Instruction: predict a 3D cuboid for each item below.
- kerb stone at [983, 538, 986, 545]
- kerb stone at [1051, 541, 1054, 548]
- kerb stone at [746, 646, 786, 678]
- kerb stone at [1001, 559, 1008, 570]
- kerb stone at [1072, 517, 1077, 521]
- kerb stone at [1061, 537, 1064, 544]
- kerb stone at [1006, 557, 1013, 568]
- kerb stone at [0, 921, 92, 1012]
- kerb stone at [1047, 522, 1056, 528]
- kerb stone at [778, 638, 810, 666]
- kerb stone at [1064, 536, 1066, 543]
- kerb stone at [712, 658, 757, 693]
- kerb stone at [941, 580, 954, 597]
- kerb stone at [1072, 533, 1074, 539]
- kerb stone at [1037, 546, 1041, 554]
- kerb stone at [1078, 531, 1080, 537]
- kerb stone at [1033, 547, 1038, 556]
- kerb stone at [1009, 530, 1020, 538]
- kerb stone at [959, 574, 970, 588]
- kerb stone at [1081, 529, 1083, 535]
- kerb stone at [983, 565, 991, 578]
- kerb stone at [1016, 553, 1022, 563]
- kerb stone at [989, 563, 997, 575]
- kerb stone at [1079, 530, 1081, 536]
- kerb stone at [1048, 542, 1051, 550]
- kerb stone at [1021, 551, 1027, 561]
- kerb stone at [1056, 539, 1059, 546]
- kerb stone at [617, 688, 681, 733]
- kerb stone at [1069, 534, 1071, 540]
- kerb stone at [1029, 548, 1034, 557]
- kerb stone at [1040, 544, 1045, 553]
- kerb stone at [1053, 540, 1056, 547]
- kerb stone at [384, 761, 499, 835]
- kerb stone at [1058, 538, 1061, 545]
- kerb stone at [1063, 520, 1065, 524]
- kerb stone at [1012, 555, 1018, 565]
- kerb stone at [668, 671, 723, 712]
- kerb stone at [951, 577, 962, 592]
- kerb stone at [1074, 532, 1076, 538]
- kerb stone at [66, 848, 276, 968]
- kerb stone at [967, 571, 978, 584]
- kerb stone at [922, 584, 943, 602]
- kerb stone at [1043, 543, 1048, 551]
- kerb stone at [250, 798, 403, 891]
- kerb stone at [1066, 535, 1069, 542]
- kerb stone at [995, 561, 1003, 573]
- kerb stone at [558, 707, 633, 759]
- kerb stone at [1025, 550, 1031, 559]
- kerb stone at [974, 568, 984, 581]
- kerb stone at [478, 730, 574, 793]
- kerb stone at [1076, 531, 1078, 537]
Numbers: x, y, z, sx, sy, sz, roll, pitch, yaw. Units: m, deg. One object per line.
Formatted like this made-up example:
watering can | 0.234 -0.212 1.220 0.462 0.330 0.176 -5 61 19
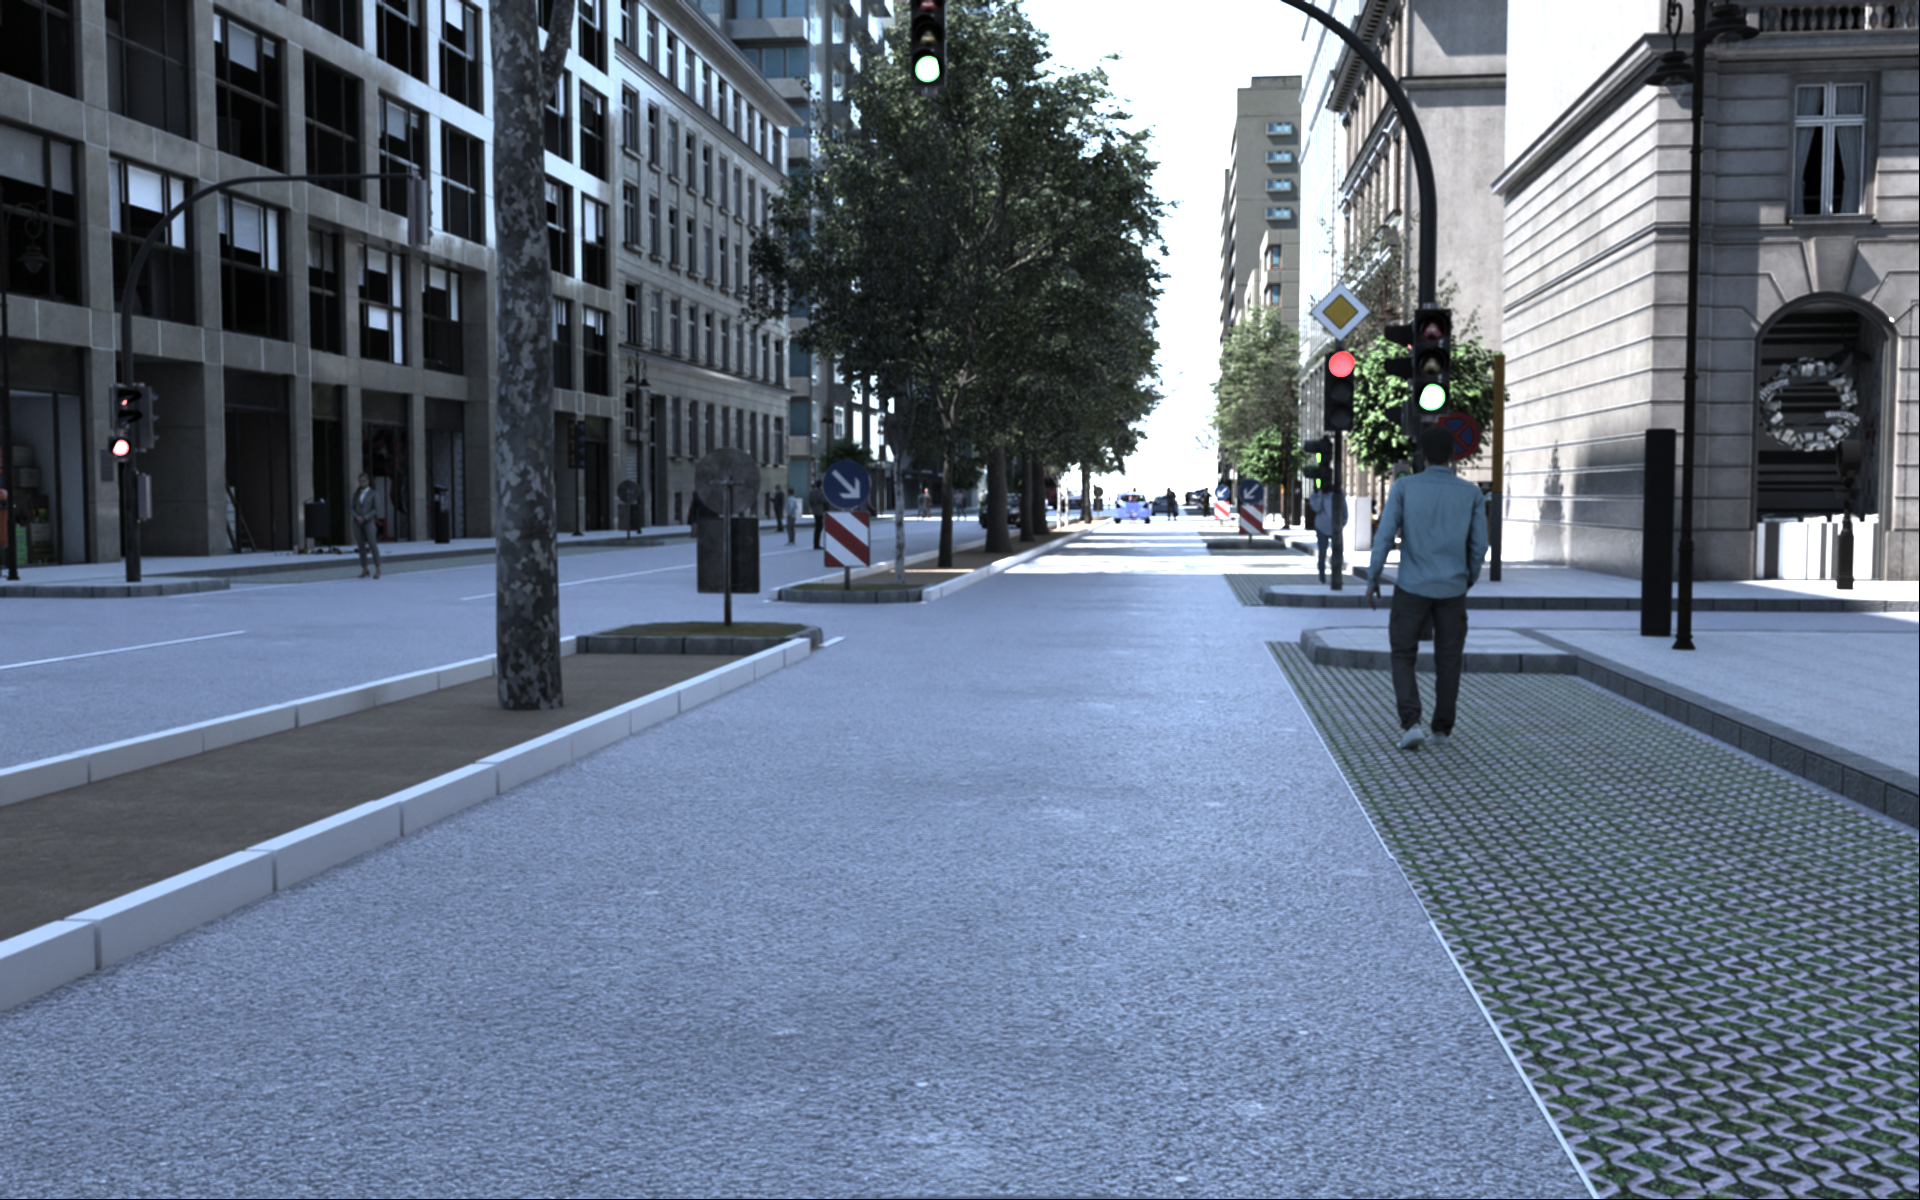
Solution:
kerb stone | 0.567 -1.593 48.242 0.120 0.150 1.000 0 4 7
kerb stone | 2.276 -1.390 44.922 0.120 0.150 1.000 0 4 7
kerb stone | -1.583 0.508 13.885 0.120 0.150 1.000 0 4 7
kerb stone | 0.748 -0.642 32.685 0.120 0.150 1.000 0 4 7
kerb stone | 5.989 -4.269 91.992 0.120 0.150 1.000 0 4 7
kerb stone | 2.782 -1.639 48.986 0.120 0.150 1.000 0 4 7
kerb stone | 0.876 -0.704 33.707 0.120 0.150 1.000 0 4 7
kerb stone | -2.722 1.071 4.718 0.120 0.150 1.000 0 4 7
kerb stone | 3.975 -3.272 75.718 0.120 0.150 1.000 0 4 7
kerb stone | -1.451 0.446 14.902 0.120 0.150 1.000 0 4 7
kerb stone | 2.904 -1.701 50.003 0.120 0.150 1.000 0 4 7
kerb stone | -1.708 0.571 12.861 0.120 0.150 1.000 0 4 7
kerb stone | -0.248 -0.144 24.554 0.120 0.150 1.000 0 4 7
kerb stone | 3.407 -1.950 54.077 0.120 0.150 1.000 0 4 7
kerb stone | 1.764 -1.139 40.854 0.120 0.150 1.000 0 4 7
kerb stone | 3.781 -2.134 57.132 0.120 0.150 1.000 0 4 7
kerb stone | 1.635 -1.079 39.839 0.120 0.150 1.000 0 4 7
kerb stone | 1.831 -2.217 58.438 0.120 0.150 1.000 0 4 7
kerb stone | -0.003 -0.265 26.583 0.120 0.150 1.000 0 4 7
kerb stone | 4.035 -2.261 59.160 0.120 0.150 1.000 0 4 7
kerb stone | 0.369 -0.455 29.636 0.120 0.150 1.000 0 4 7
kerb stone | 1.133 -0.824 35.752 0.120 0.150 1.000 0 4 7
kerb stone | 0.507 -0.517 30.648 0.120 0.150 1.000 0 4 7
kerb stone | 3.903 -2.199 58.147 0.120 0.150 1.000 0 4 7
kerb stone | 2.136 -1.328 43.906 0.120 0.150 1.000 0 4 7
kerb stone | 1.260 -0.892 36.775 0.120 0.150 1.000 0 4 7
kerb stone | 2.523 -1.515 46.959 0.120 0.150 1.000 0 4 7
kerb stone | -1.961 0.695 10.832 0.120 0.150 1.000 0 4 7
kerb stone | 3.157 -1.825 52.034 0.120 0.150 1.000 0 4 7
kerb stone | 1.509 -1.017 38.816 0.120 0.150 1.000 0 4 7
kerb stone | 1.885 -1.195 41.870 0.120 0.150 1.000 0 4 7
kerb stone | 2.389 -1.452 45.938 0.120 0.150 1.000 0 4 7
kerb stone | -2.331 0.888 7.767 0.120 0.150 1.000 0 4 7
kerb stone | 2.648 -1.577 47.973 0.120 0.150 1.000 0 4 7
kerb stone | 4.728 -3.642 81.818 0.120 0.150 1.000 0 4 7
kerb stone | 1.004 -0.765 34.733 0.120 0.150 1.000 0 4 7
kerb stone | -1.831 0.633 11.846 0.120 0.150 1.000 0 4 7
kerb stone | -0.122 -0.206 25.568 0.120 0.150 1.000 0 4 7
kerb stone | 3.536 -2.012 55.097 0.120 0.150 1.000 0 4 7
kerb stone | -2.590 1.008 5.732 0.120 0.150 1.000 0 4 7
kerb stone | 0.125 -0.330 27.597 0.120 0.150 1.000 0 4 7
kerb stone | -0.385 -0.082 23.540 0.120 0.150 1.000 0 4 7
kerb stone | 2.015 -1.266 42.889 0.120 0.150 1.000 0 4 7
kerb stone | -2.460 0.945 6.748 0.120 0.150 1.000 0 4 7
kerb stone | 3.037 -1.763 51.019 0.120 0.150 1.000 0 4 7
kerb stone | 0.629 -0.576 31.663 0.120 0.150 1.000 0 4 7
kerb stone | -2.084 0.757 9.817 0.120 0.150 1.000 0 4 7
kerb stone | 1.384 -0.953 37.792 0.120 0.150 1.000 0 4 7
kerb stone | 0.241 -0.392 28.612 0.120 0.150 1.000 0 4 7
kerb stone | -2.204 0.819 8.798 0.120 0.150 1.000 0 4 7
kerb stone | 3.659 -2.070 56.111 0.120 0.150 1.000 0 4 7
